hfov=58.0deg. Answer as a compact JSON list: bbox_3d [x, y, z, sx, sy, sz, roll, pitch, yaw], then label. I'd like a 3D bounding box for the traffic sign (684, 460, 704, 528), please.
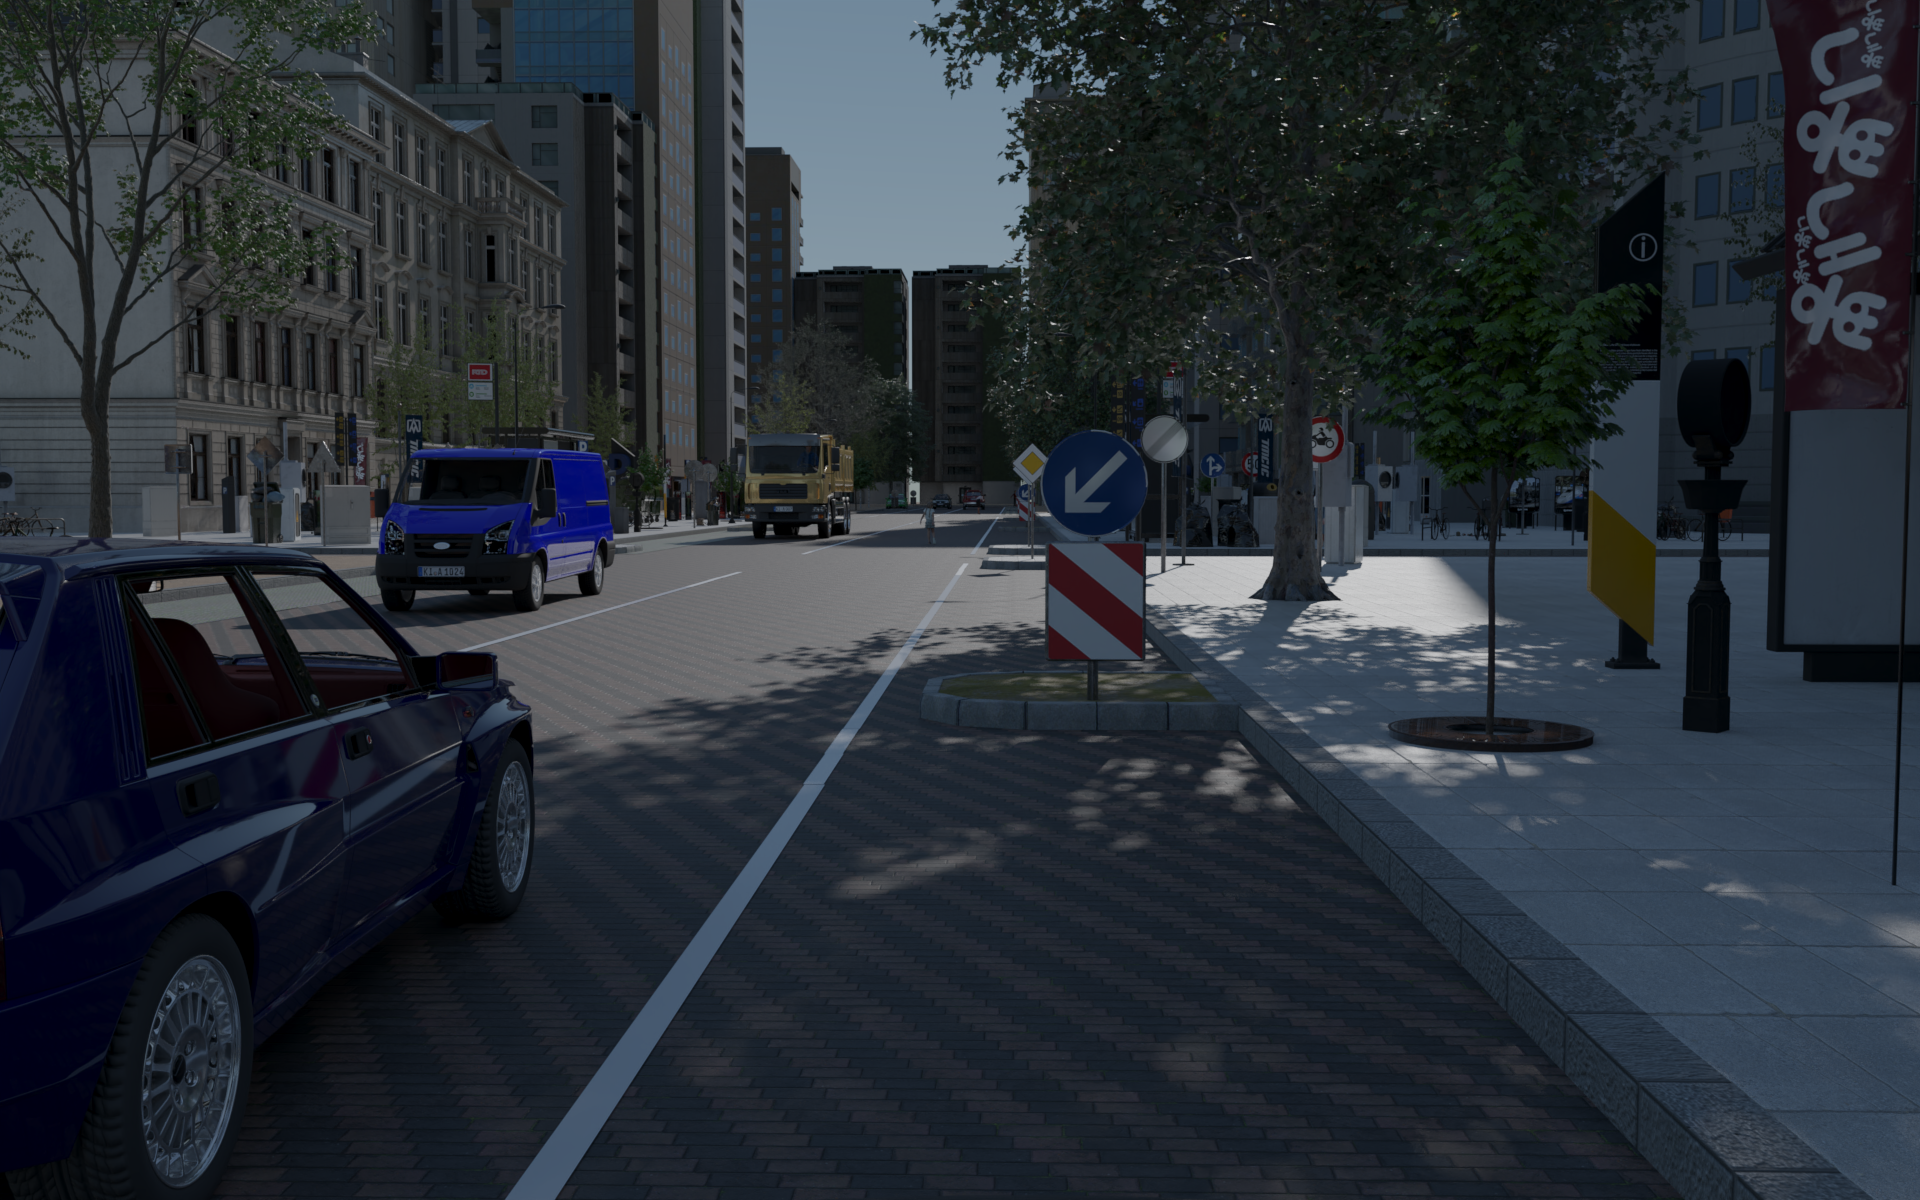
[{"bbox_3d":[-9.959,-3.961,64.873,0.768,2.556,0.104,0,4,4],"label":"traffic sign"}]

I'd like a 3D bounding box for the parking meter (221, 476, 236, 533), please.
[{"bbox_3d":[-23.876,-3.108,56.529,0.399,1.863,0.255,2,4,32],"label":"parking meter"}]

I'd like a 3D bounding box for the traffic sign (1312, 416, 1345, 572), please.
[{"bbox_3d":[5.907,-1.730,28.397,0.768,2.556,0.104,1,4,9],"label":"traffic sign"}]

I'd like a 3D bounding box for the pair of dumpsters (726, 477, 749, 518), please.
[{"bbox_3d":[-11.822,-5.609,94.200,1.574,2.255,4.437,0,4,2],"label":"pair of dumpsters"}]

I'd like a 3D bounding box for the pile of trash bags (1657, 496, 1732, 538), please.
[{"bbox_3d":[21.097,-2.543,51.330,3.447,1.369,1.912,2,4,31],"label":"pile of trash bags"}]

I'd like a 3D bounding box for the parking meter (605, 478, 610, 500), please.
[{"bbox_3d":[-11.350,-3.015,55.010,0.255,1.863,0.399,3,5,44],"label":"parking meter"}]

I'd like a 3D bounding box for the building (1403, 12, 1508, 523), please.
[{"bbox_3d":[28.670,-24.405,82.624,14.154,41.232,14.086,0,4,2],"label":"building"}]

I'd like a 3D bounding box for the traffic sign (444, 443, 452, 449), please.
[{"bbox_3d":[-12.950,-2.680,43.826,0.884,2.594,0.081,1,4,8],"label":"traffic sign"}]

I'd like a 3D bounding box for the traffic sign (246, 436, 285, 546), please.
[{"bbox_3d":[-13.778,-2.030,34.373,0.795,2.450,0.064,0,4,6],"label":"traffic sign"}]

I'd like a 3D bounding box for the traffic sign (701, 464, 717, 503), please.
[{"bbox_3d":[-10.496,-4.412,72.245,0.768,2.556,0.104,0,4,5],"label":"traffic sign"}]

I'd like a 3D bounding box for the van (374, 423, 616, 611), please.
[{"bbox_3d":[-6.074,-1.136,22.966,2.240,2.365,5.245,0,4,1],"label":"van"}]

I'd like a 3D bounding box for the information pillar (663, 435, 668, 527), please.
[{"bbox_3d":[-11.574,-4.685,67.949,0.183,3.616,0.504,-1,4,-8],"label":"information pillar"}]

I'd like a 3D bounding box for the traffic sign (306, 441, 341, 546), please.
[{"bbox_3d":[-15.559,-2.589,42.331,0.884,2.594,0.081,0,4,7],"label":"traffic sign"}]

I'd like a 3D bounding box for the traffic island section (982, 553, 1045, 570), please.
[{"bbox_3d":[1.451,-0.732,34.246,2.009,0.180,2.903,0,4,2],"label":"traffic island section"}]

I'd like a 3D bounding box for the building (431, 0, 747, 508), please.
[{"bbox_3d":[-35.577,-38.355,169.108,28.212,58.520,21.231,0,4,2],"label":"building"}]

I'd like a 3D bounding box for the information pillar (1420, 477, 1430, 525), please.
[{"bbox_3d":[19.617,-4.191,73.010,0.304,2.012,0.304,0,4,-8],"label":"information pillar"}]

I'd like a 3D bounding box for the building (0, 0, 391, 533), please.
[{"bbox_3d":[-30.268,-12.322,66.089,10.561,19.102,19.286,0,4,2],"label":"building"}]

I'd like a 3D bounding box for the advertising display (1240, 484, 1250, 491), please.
[{"bbox_3d":[18.274,-6.436,110.443,0.974,1.923,0.123,3,5,44],"label":"advertising display"}]

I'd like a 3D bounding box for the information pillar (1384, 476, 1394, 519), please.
[{"bbox_3d":[17.348,-4.010,70.051,0.304,2.012,0.304,-3,5,-43],"label":"information pillar"}]

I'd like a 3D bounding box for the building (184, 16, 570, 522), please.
[{"bbox_3d":[-30.810,-16.747,92.903,14.460,24.649,34.723,0,4,2],"label":"building"}]

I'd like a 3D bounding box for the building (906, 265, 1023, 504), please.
[{"bbox_3d":[0.939,-27.496,221.263,14.107,30.474,14.160,0,4,2],"label":"building"}]

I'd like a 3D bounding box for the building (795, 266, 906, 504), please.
[{"bbox_3d":[-13.801,-27.567,222.413,14.107,30.474,14.160,0,4,2],"label":"building"}]

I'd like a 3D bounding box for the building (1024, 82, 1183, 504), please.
[{"bbox_3d":[22.118,-39.056,227.802,27.495,52.752,28.713,0,4,2],"label":"building"}]

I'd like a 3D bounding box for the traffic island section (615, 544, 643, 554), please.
[{"bbox_3d":[-8.987,-1.241,42.564,2.009,0.180,2.903,0,4,2],"label":"traffic island section"}]

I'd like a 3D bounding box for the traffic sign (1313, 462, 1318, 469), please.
[{"bbox_3d":[6.030,-1.732,30.452,0.606,2.300,0.079,1,4,10],"label":"traffic sign"}]

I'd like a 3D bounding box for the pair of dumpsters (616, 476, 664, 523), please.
[{"bbox_3d":[-14.275,-4.548,76.857,1.574,2.255,4.437,0,4,2],"label":"pair of dumpsters"}]

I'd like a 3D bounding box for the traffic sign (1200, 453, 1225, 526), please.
[{"bbox_3d":[7.882,-3.302,54.101,0.768,2.556,0.104,0,4,6],"label":"traffic sign"}]

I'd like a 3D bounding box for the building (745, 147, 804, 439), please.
[{"bbox_3d":[-27.932,-35.033,222.895,14.200,45.320,14.600,0,4,2],"label":"building"}]

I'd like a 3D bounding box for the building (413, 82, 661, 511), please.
[{"bbox_3d":[-30.185,-21.622,125.225,14.160,30.474,14.107,0,4,2],"label":"building"}]

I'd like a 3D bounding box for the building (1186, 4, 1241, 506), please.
[{"bbox_3d":[31.746,-37.993,163.183,21.231,58.520,28.212,0,4,2],"label":"building"}]

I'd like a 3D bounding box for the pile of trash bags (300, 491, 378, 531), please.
[{"bbox_3d":[-21.400,-3.068,59.910,3.447,1.369,1.912,2,4,25],"label":"pile of trash bags"}]

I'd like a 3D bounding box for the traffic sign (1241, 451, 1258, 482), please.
[{"bbox_3d":[8.781,-3.158,51.736,0.768,2.556,0.104,0,4,7],"label":"traffic sign"}]

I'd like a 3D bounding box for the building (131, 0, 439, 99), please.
[{"bbox_3d":[-63.951,-35.312,166.593,27.495,52.752,28.713,0,4,2],"label":"building"}]

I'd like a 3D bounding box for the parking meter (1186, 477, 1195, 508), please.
[{"bbox_3d":[7.639,-3.203,58.086,0.399,1.863,0.255,3,5,40],"label":"parking meter"}]

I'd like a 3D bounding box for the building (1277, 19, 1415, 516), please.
[{"bbox_3d":[26.985,-20.652,109.361,14.160,30.474,14.107,0,4,2],"label":"building"}]

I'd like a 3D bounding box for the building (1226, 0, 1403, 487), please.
[{"bbox_3d":[32.679,-31.371,132.526,23.786,49.044,30.456,0,4,2],"label":"building"}]

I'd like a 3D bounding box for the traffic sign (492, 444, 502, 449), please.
[{"bbox_3d":[-9.212,-1.889,34.520,0.795,2.450,0.064,0,4,2],"label":"traffic sign"}]

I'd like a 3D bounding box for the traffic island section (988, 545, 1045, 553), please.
[{"bbox_3d":[1.699,-1.220,42.227,2.009,0.180,2.903,0,4,2],"label":"traffic island section"}]

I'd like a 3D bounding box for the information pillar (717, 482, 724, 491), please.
[{"bbox_3d":[-12.582,-5.303,91.193,0.304,2.012,0.304,2,4,33],"label":"information pillar"}]

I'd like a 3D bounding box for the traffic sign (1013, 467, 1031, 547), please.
[{"bbox_3d":[1.676,-2.355,42.150,0.795,2.450,0.064,0,4,2],"label":"traffic sign"}]

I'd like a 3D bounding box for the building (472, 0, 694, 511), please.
[{"bbox_3d":[-29.433,-29.894,138.882,14.600,45.320,14.200,0,4,2],"label":"building"}]

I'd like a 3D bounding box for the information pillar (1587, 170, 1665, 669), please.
[{"bbox_3d":[4.873,-1.303,12.656,0.504,3.616,0.183,0,4,1],"label":"information pillar"}]

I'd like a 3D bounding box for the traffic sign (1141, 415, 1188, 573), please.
[{"bbox_3d":[3.318,-1.717,28.180,0.768,2.556,0.104,0,4,3],"label":"traffic sign"}]

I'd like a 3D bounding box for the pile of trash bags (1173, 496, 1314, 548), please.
[{"bbox_3d":[6.899,-1.987,42.243,3.447,1.369,1.912,1,4,10],"label":"pile of trash bags"}]

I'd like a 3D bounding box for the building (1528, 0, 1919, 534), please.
[{"bbox_3d":[37.268,-31.889,63.379,28.212,58.520,21.231,0,4,2],"label":"building"}]

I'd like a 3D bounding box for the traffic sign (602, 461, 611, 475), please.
[{"bbox_3d":[-8.963,-2.377,42.501,0.795,2.450,0.064,0,4,2],"label":"traffic sign"}]

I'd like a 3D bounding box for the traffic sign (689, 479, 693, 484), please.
[{"bbox_3d":[-14.230,-5.683,93.029,0.768,2.556,0.104,0,4,8],"label":"traffic sign"}]

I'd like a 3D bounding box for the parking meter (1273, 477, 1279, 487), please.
[{"bbox_3d":[10.029,-3.051,55.603,0.255,1.863,0.399,-3,4,-36],"label":"parking meter"}]

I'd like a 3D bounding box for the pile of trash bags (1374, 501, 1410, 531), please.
[{"bbox_3d":[14.930,-3.161,61.438,1.912,1.369,3.447,0,4,6],"label":"pile of trash bags"}]

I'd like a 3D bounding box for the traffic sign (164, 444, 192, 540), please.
[{"bbox_3d":[-16.069,-2.048,35.614,0.606,2.300,0.079,1,4,9],"label":"traffic sign"}]

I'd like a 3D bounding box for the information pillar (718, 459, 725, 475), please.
[{"bbox_3d":[-15.924,-7.609,115.755,0.504,3.616,0.183,-3,5,-44],"label":"information pillar"}]

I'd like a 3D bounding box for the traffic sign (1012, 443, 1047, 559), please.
[{"bbox_3d":[1.427,-1.867,34.169,0.795,2.450,0.064,0,4,2],"label":"traffic sign"}]
